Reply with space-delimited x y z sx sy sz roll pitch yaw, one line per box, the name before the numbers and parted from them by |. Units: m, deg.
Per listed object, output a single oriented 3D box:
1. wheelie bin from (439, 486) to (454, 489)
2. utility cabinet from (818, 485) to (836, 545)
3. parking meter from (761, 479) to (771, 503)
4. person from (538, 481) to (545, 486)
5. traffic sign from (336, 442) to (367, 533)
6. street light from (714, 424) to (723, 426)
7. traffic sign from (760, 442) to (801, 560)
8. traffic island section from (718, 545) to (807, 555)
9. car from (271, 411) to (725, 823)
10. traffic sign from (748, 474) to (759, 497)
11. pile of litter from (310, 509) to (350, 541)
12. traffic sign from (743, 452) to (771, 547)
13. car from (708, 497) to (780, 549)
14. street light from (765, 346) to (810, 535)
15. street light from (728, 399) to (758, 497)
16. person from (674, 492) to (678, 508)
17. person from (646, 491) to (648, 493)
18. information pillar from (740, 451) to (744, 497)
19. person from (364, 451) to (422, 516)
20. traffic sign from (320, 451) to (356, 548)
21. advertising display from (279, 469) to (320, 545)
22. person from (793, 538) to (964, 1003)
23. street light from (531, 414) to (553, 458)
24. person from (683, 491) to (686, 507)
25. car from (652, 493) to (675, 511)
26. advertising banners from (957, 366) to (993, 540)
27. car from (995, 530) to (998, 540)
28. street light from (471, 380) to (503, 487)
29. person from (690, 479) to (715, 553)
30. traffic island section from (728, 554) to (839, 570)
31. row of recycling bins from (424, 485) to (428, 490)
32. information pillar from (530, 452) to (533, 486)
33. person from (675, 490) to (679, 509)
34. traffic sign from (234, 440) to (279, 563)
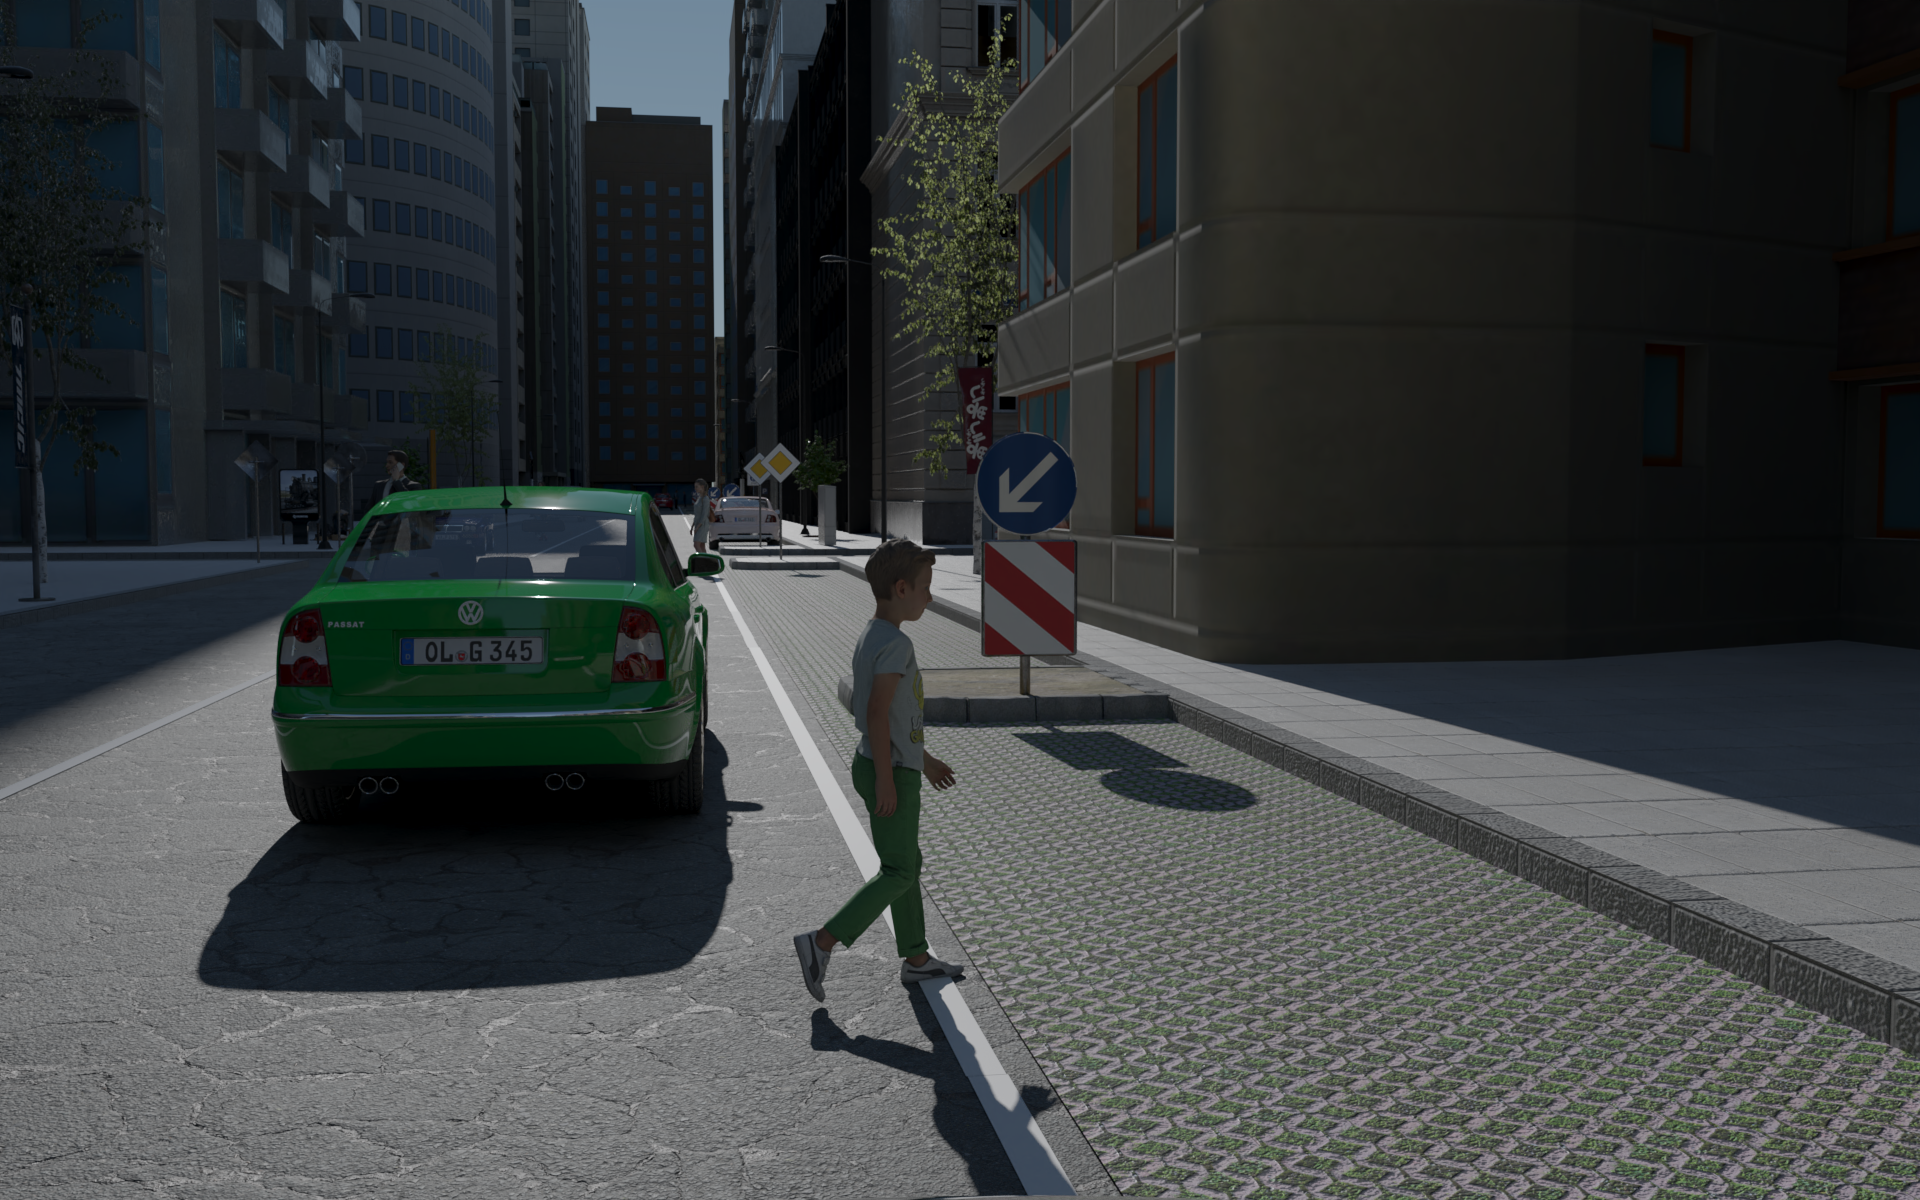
wheelie bin | -21.264 -3.898 71.641 0.980 1.594 0.693 -3 4 -39
utility cabinet | -3.314 -2.120 43.336 0.318 1.500 1.173 -1 4 -12
parking meter | -7.687 -3.829 68.309 0.399 1.863 0.255 0 4 7
person | -12.903 -2.743 53.353 0.555 1.821 0.388 0 4 -4
traffic sign | -14.840 -2.575 42.211 0.768 2.556 0.104 0 4 -3
street light | -15.678 -8.736 115.367 1.470 5.913 1.316 -1 4 -9
traffic sign | -3.499 -1.843 33.770 0.795 2.450 0.064 -1 4 -9
traffic island section | -4.787 -1.189 41.728 2.009 0.180 2.903 -1 4 -9
car | -2.211 -0.013 9.003 1.959 1.807 4.718 0 4 -8
traffic sign | -9.923 -4.969 83.376 0.606 2.300 0.079 0 4 -5
pile of litter | -17.107 -2.084 48.032 1.719 0.858 1.176 -1 4 -11
traffic sign | -4.809 -2.324 41.647 0.795 2.450 0.064 -1 4 -9
car | -5.764 -2.065 46.123 2.083 1.381 4.827 0 4 -8
street light | -5.453 -5.026 54.722 1.470 5.913 1.316 -1 4 -9
street light | -10.543 -6.893 85.247 1.470 5.913 1.316 -1 4 -9
person | -29.042 -10.258 177.136 0.541 1.710 0.530 -2 4 -27
person | -26.096 -8.245 144.244 0.436 1.711 0.756 0 4 7
information pillar | -11.933 -6.332 94.875 0.183 3.616 0.504 1 4 10
person | -6.175 -0.668 18.786 0.648 1.900 0.474 0 4 -8
traffic sign | -14.376 -2.229 40.083 0.795 2.450 0.064 -1 4 -9
advertising display | -16.797 -2.377 44.071 0.974 1.923 0.123 0 4 -7
person | -0.233 0.476 4.973 0.590 1.304 0.306 -2 4 -34
street light | -24.404 -7.861 101.072 1.470 5.913 1.316 -1 4 -9
person | -28.016 -10.201 176.210 0.530 1.710 0.541 1 4 18
car | -26.114 -8.759 152.255 2.155 1.783 4.494 -1 4 -8
advertising banners | 0.919 -1.670 23.489 2.074 3.025 0.090 2 4 23
car | 3.017 -1.894 39.999 4.494 1.783 2.155 -1 4 -9
street light | -19.239 -5.984 70.376 1.470 5.913 1.316 -1 4 -9
person | -4.631 -1.317 31.029 0.522 1.701 0.512 -2 4 -30
traffic island section | -3.477 -0.708 33.851 2.009 0.180 2.903 -1 4 -9
row of recycling bins | -24.620 -4.302 77.458 1.069 1.692 3.534 -3 5 -44
information pillar | -23.690 -6.387 95.775 0.183 3.616 0.504 -2 4 -24
person | -27.074 -9.610 165.605 0.705 1.826 1.348 0 4 -1
traffic sign | -13.066 -1.747 32.206 0.795 2.450 0.064 -1 4 -9
